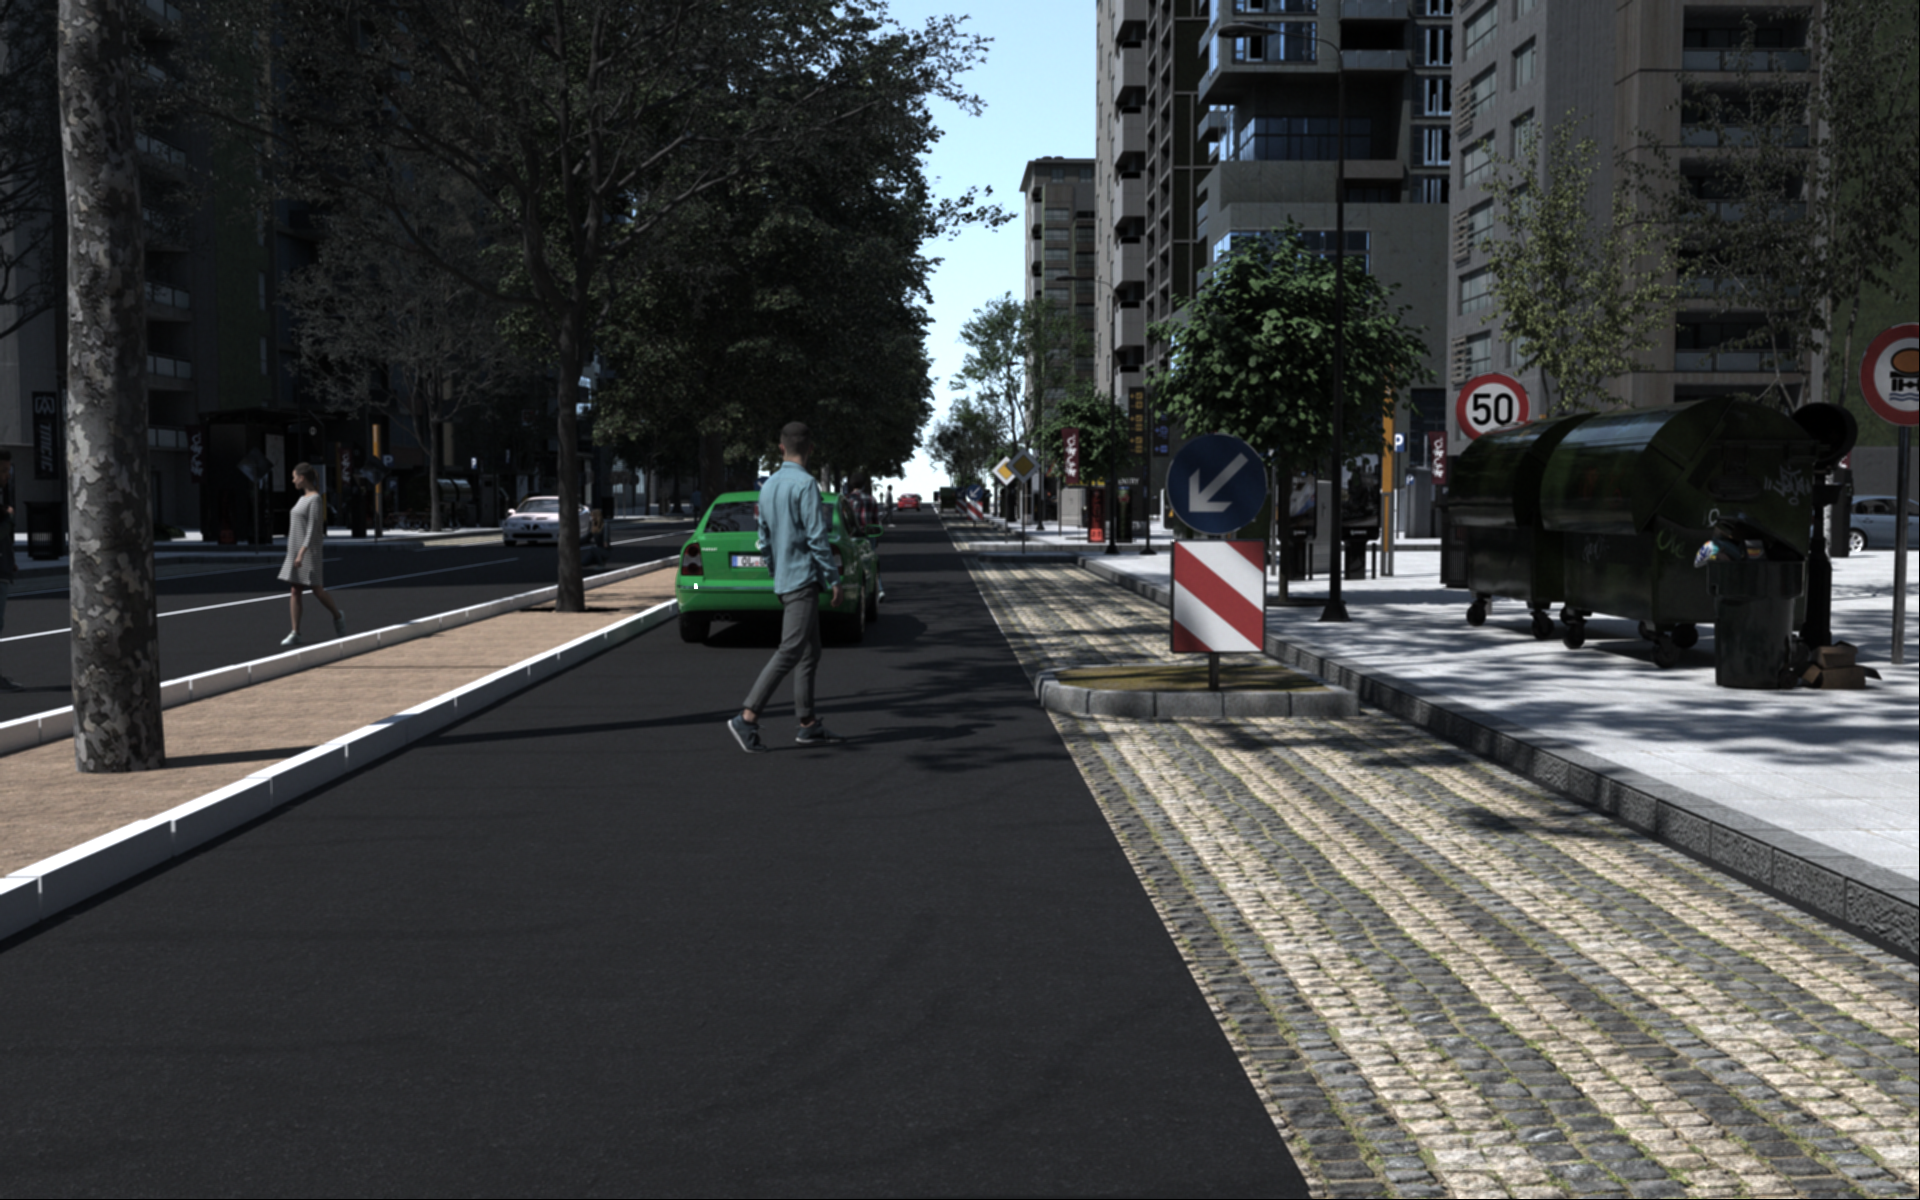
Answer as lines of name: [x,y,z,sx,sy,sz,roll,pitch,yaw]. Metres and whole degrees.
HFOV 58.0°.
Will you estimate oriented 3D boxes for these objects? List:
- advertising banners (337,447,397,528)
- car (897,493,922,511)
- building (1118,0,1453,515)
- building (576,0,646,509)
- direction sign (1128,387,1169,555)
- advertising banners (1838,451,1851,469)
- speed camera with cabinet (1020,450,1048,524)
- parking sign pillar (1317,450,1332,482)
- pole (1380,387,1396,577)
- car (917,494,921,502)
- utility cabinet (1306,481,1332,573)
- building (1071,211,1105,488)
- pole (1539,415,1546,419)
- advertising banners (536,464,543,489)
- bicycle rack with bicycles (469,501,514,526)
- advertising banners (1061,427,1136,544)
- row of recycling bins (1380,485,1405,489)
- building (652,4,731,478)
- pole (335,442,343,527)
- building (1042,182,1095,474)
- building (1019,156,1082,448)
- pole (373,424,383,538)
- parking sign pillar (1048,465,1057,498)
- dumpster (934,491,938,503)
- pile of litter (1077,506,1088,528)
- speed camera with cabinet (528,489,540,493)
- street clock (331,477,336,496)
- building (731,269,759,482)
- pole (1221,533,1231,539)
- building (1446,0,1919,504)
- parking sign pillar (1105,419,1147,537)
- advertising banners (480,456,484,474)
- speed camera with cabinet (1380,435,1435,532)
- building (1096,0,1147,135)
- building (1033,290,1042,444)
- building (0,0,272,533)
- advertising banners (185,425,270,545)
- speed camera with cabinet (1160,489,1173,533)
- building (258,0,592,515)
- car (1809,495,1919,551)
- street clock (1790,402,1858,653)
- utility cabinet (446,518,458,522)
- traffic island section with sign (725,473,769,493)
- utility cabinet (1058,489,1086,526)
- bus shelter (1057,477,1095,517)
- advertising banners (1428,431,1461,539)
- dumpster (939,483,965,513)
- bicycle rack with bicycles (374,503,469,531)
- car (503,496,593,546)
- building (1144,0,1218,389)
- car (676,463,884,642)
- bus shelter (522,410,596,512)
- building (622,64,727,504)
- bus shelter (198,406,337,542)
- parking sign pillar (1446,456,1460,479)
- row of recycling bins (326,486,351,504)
advertising banners: [-22.284,-4.216,65.125,2.074,3.025,0.090,-1,4,-15]
car: [-4.238,-8.313,144.953,2.155,1.783,4.494,0,4,1]
building: [22.071,-48.068,98.582,22.319,86.520,31.000,0,4,-1]
building: [-41.537,-51.963,162.265,22.319,86.520,31.000,0,4,-1]
direction sign: [3.980,-2.727,36.577,0.876,3.537,0.379,1,4,20]
advertising banners: [24.235,-3.220,48.835,0.090,3.025,2.074,-2,4,-24]
speed camera with cabinet: [3.183,-4.871,73.983,0.660,3.252,2.038,1,4,22]
parking sign pillar: [15.809,-5.346,75.878,1.447,3.967,1.447,0,4,5]
pole: [6.644,-2.019,26.854,0.158,3.312,0.155,0,3,0]
car: [-7.136,-16.453,277.796,1.959,1.807,4.718,0,4,-3]
utility cabinet: [5.698,-1.179,27.952,0.318,1.500,1.173,3,5,40]
building: [18.345,-24.889,178.630,14.160,30.474,14.107,0,4,-1]
pole: [14.955,-3.099,44.512,0.158,3.312,0.155,0,3,0]
advertising banners: [-24.265,-6.500,102.458,0.090,3.025,2.074,3,4,37]
bicycle rack with bicycles: [-19.354,-3.492,70.483,2.852,0.926,2.925,-2,4,-24]
advertising banners: [3.600,-3.000,45.235,2.074,3.025,0.090,2,4,24]
row of recycling bins: [19.224,-4.227,76.218,3.534,1.692,1.069,1,4,23]
building: [-42.037,-49.737,251.448,20.563,71.187,20.611,0,4,-1]
pole: [-24.318,-4.525,67.820,0.158,3.312,0.155,0,3,0]
building: [17.718,-33.383,229.410,14.154,41.232,14.086,0,4,-1]
building: [24.046,-41.387,265.919,28.713,52.752,27.495,0,4,-1]
pole: [-17.082,-3.483,50.796,0.158,3.312,0.155,0,3,0]
parking sign pillar: [6.543,-7.791,115.847,1.447,3.967,1.447,1,4,13]
dumpster: [-3.312,-16.325,275.132,1.865,1.857,1.264,0,4,1]
pile of litter: [5.049,-3.172,65.834,1.176,0.858,1.719,0,4,4]
speed camera with cabinet: [-28.953,-7.555,117.852,0.660,3.252,2.038,1,4,11]
street clock: [-26.668,-4.243,73.937,0.358,2.002,0.471,-1,4,-9]
building: [-39.145,-35.876,270.161,14.154,41.232,14.086,0,4,-1]
pole: [4.675,-2.228,30.278,0.158,3.312,0.155,0,3,0]
building: [27.175,-23.281,64.232,14.086,41.232,14.154,0,4,-1]
parking sign pillar: [5.063,-3.920,52.561,1.447,3.967,1.447,2,4,32]
advertising banners: [-21.852,-5.125,79.979,0.090,3.025,2.074,0,4,1]
speed camera with cabinet: [15.084,-3.942,58.787,0.660,3.252,2.038,-3,5,-45]
building: [26.865,-34.710,156.742,28.713,52.752,27.495,0,4,-1]
building: [17.245,-28.961,245.210,14.160,30.474,14.107,0,4,-1]
building: [-34.251,-23.081,60.975,14.154,41.232,14.086,0,4,-1]
advertising banners: [-18.485,-2.905,43.678,2.074,3.025,0.090,0,4,1]
speed camera with cabinet: [7.635,-3.828,56.917,2.038,3.252,0.660,2,4,31]
building: [-41.123,-29.299,133.664,22.147,44.769,28.867,0,4,-1]
car: [21.826,-1.760,40.773,4.499,1.417,2.014,0,4,-1]
street clock: [6.826,-0.563,13.773,0.471,2.002,0.358,3,5,45]
utility cabinet: [-23.781,-4.259,80.797,0.306,1.237,1.020,-3,5,-44]
traffic island section with sign: [-4.963,-2.239,44.750,2.006,1.907,1.989,0,4,-1]
utility cabinet: [4.457,-3.706,69.264,1.173,1.500,0.318,3,5,41]
bus shelter: [5.260,-6.024,76.127,2.179,5.291,8.768,0,4,-1]
advertising banners: [13.931,-3.152,47.718,2.074,3.025,0.090,1,4,9]
dumpster: [-0.598,-7.825,132.884,1.985,2.255,1.502,0,4,-2]
bicycle rack with bicycles: [-19.062,-2.928,61.258,2.925,0.926,2.852,-1,4,-12]
car: [-11.693,-2.262,49.339,2.083,1.381,4.827,0,4,-2]
building: [23.503,-42.437,132.102,20.563,71.187,20.611,0,4,-1]
car: [-1.808,-0.572,18.150,1.959,1.807,4.718,0,4,1]
bus shelter: [-19.824,-6.582,85.246,2.179,5.291,8.768,0,4,-1]
building: [-42.866,-41.924,227.448,21.231,58.520,28.212,0,4,-1]
bus shelter: [-19.677,-3.563,49.530,1.731,3.624,6.357,0,4,-1]
parking sign pillar: [20.784,-5.231,73.996,1.447,3.967,1.447,-1,4,-18]
row of recycling bins: [-28.287,-4.184,75.526,3.534,1.692,1.069,-1,4,-15]
